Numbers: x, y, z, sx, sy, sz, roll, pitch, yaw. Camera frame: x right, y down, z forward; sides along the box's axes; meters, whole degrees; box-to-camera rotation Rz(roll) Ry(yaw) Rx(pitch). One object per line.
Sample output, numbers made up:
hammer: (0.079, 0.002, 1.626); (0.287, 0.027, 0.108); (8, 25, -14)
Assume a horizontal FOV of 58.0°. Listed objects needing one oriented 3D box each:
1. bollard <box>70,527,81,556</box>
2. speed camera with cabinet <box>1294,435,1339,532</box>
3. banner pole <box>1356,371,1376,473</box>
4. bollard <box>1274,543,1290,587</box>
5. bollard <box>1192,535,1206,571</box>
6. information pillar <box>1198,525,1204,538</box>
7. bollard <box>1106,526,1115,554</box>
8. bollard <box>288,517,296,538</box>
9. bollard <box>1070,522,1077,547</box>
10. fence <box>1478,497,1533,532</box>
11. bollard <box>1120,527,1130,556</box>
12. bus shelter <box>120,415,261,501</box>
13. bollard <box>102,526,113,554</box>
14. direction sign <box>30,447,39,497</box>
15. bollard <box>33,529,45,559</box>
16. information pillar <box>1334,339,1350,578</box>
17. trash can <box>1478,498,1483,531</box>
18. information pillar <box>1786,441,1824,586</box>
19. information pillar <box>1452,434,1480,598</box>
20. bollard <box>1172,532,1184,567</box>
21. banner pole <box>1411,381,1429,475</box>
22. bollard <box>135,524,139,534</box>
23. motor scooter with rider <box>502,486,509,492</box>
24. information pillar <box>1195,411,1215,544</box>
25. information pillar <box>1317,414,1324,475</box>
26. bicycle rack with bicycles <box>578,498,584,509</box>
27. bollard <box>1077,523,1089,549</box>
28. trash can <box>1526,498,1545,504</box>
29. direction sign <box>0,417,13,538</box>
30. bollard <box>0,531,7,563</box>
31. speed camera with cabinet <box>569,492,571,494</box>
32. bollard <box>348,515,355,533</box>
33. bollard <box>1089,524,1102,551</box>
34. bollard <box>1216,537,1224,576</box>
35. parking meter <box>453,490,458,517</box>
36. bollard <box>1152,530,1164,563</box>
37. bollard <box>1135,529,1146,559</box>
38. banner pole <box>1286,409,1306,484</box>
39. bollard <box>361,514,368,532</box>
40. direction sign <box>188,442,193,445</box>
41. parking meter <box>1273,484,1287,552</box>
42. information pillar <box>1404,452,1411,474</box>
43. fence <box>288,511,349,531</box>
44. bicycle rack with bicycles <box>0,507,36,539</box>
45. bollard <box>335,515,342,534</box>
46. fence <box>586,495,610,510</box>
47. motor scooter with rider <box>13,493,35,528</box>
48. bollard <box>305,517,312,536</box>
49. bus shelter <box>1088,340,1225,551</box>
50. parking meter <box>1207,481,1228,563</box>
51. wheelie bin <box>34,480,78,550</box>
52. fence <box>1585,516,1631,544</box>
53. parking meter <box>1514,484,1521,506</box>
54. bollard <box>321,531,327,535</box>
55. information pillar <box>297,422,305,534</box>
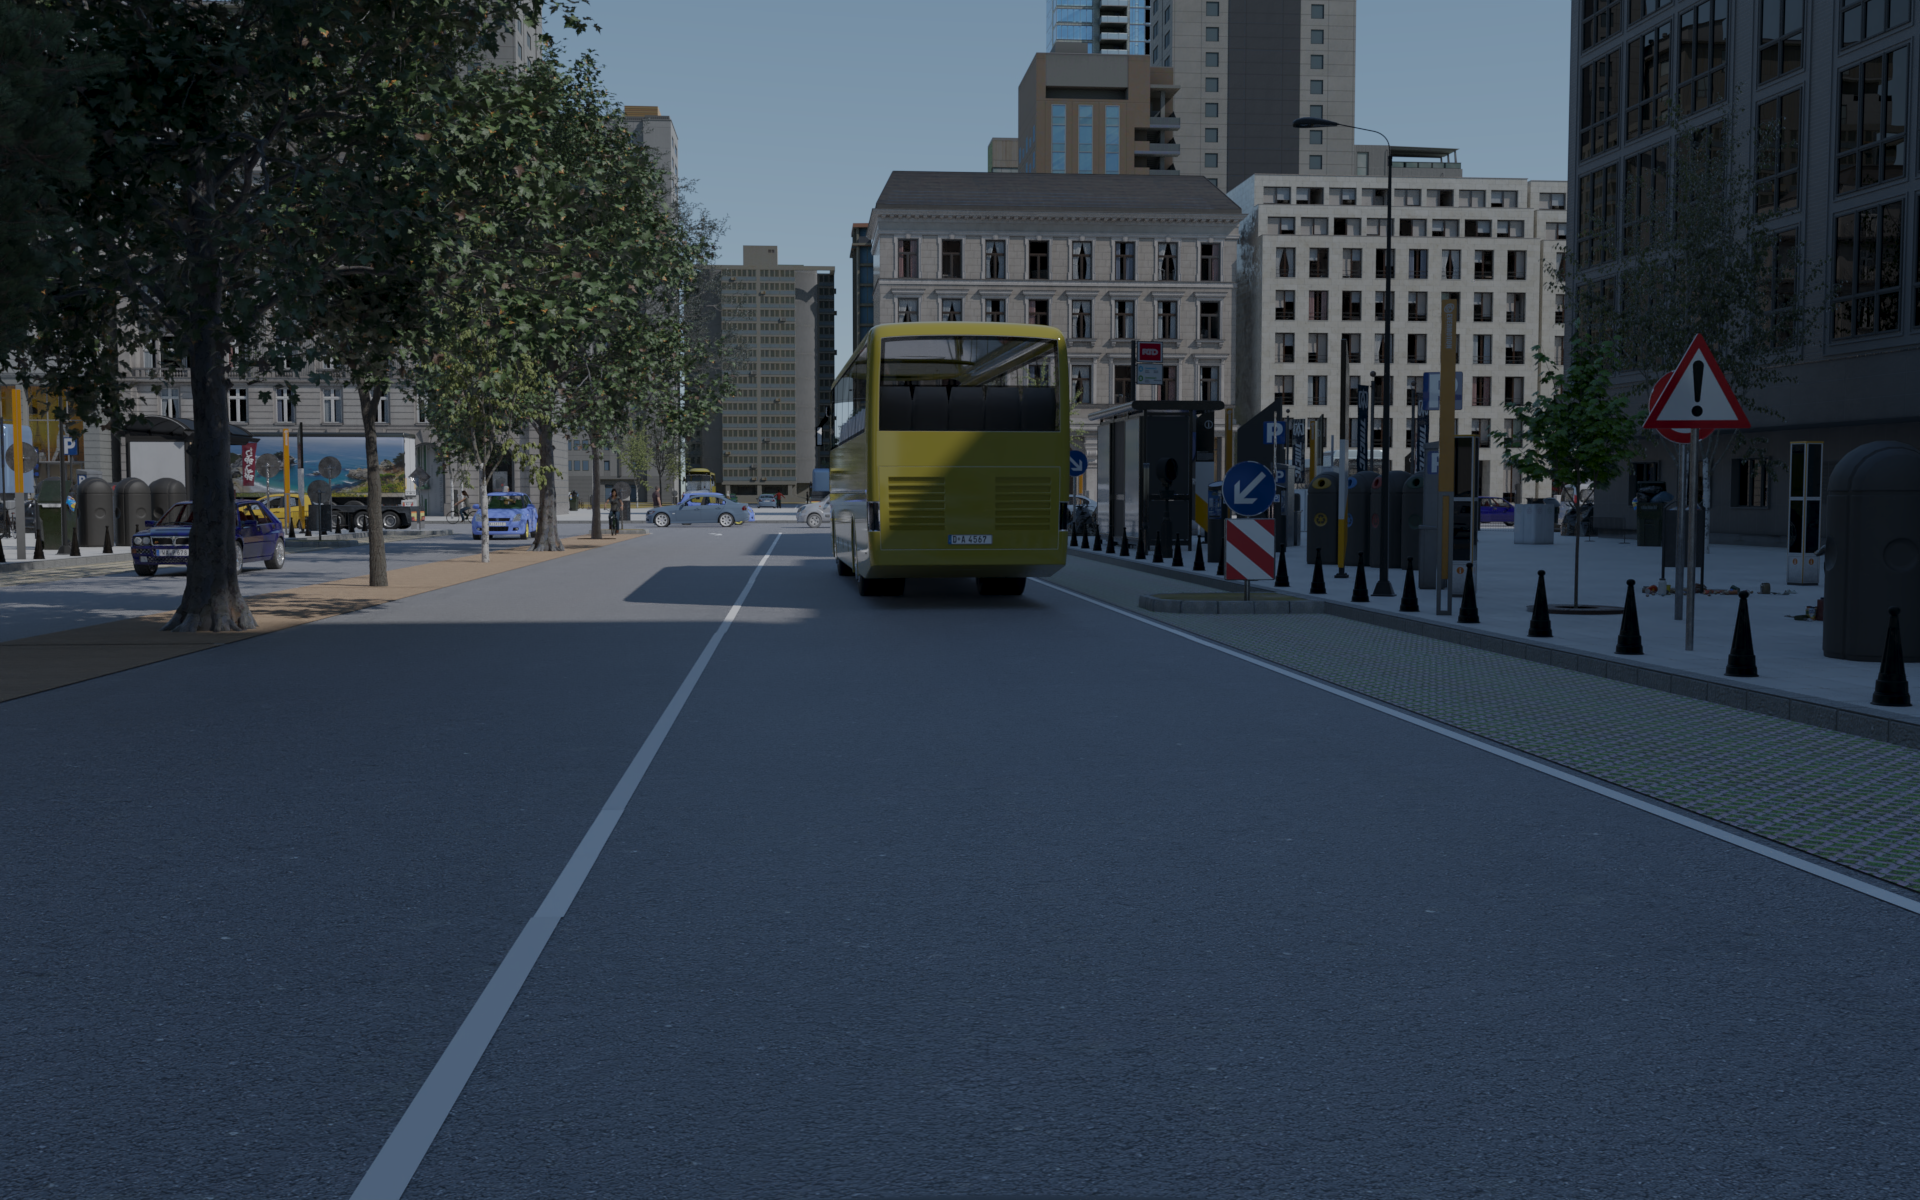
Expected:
bollard: (-18.266, -1.205, 35.738); (0.229, 0.601, 0.229); (0, 3, 0)
speed camera with cabinet: (11.852, -3.920, 58.426); (2.038, 3.252, 0.660); (3, 5, 45)
banner pole: (8.231, -2.757, 35.092); (0.401, 3.779, 0.863); (3, 5, 41)
bollard: (4.460, -0.485, 23.971); (0.229, 0.601, 0.229); (0, 3, 0)
bollard: (4.006, -0.793, 29.011); (0.229, 0.601, 0.229); (0, 3, 0)
information pillar: (7.206, -2.853, 51.141); (0.304, 2.012, 0.304); (0, 4, -5)
bollard: (3.252, -1.307, 37.409); (0.229, 0.601, 0.229); (0, 3, 0)
bollard: (-19.631, -2.131, 50.882); (0.229, 0.601, 0.229); (0, 3, 0)
bollard: (2.796, -1.615, 42.453); (0.229, 0.601, 0.229); (0, 3, 0)
fence: (17.482, -2.755, 56.240); (2.264, 1.192, 0.480); (2, 4, 28)
bollard: (3.398, -1.204, 35.731); (0.229, 0.601, 0.229); (0, 3, 0)
bus shelter: (-20.817, -3.240, 46.905); (2.014, 3.302, 5.546); (0, 4, -5)
bollard: (-18.419, -1.307, 37.415); (0.229, 0.601, 0.229); (0, 3, 0)
direction sign: (-44.303, -5.536, 82.508); (0.876, 3.537, 0.379); (0, 4, -4)
bollard: (-18.116, -1.101, 34.050); (0.229, 0.601, 0.229); (0, 3, 0)
information pillar: (5.871, -2.149, 26.492); (0.183, 3.616, 0.504); (1, 4, 19)
trash can: (17.197, -2.851, 58.268); (0.748, 1.137, 0.748); (0, 3, 0)
information pillar: (11.843, -1.210, 24.281); (0.304, 2.012, 0.304); (-1, 4, -18)
information pillar: (6.259, -1.042, 21.526); (0.304, 2.012, 0.304); (2, 4, 27)
bollard: (3.859, -0.896, 30.689); (0.229, 0.601, 0.229); (0, 3, 0)
banner pole: (10.073, -2.939, 38.070); (0.401, 3.779, 0.863); (-1, 4, -18)
bollard: (-18.568, -1.410, 39.098); (0.229, 0.601, 0.229); (0, 3, 0)
motor scooter with rider: (-16.777, -3.426, 64.985); (1.986, 1.779, 0.876); (0, 4, -4)
information pillar: (6.317, -3.255, 44.572); (0.504, 3.616, 0.183); (1, 4, 10)
information pillar: (10.478, -3.638, 50.843); (0.183, 3.616, 0.504); (-2, 4, -32)
bicycle rack with bicycles: (-33.150, -8.112, 146.020); (2.852, 0.926, 2.925); (-2, 4, -26)
bollard: (2.950, -1.512, 40.764); (0.229, 0.601, 0.229); (0, 3, 0)
trash can: (20.854, -3.124, 62.730); (0.748, 1.137, 0.748); (0, 3, 0)
direction sign: (-28.258, -3.619, 51.164); (0.379, 3.537, 0.876); (-2, 4, -32)
bollard: (-17.961, -0.999, 32.373); (0.229, 0.601, 0.229); (0, 3, 0)
speed camera with cabinet: (-33.784, -9.393, 147.913); (2.038, 3.252, 0.660); (-1, 4, -9)
bollard: (-20.233, -2.542, 57.602); (0.229, 0.601, 0.229); (0, 3, 0)
bollard: (3.102, -1.409, 39.087); (0.229, 0.601, 0.229); (0, 3, 0)
bollard: (4.155, -0.690, 27.329); (0.229, 0.601, 0.229); (0, 3, 0)
parking meter: (-28.381, -5.435, 97.277); (0.372, 1.533, 0.369); (0, 3, 0)
bollard: (3.703, -0.999, 32.372); (0.229, 0.601, 0.229); (0, 3, 0)
bollard: (3.553, -1.101, 34.050); (0.229, 0.601, 0.229); (0, 3, 0)
banner pole: (9.783, -3.716, 50.768); (0.401, 3.779, 0.863); (-3, 5, -42)
bollard: (-20.385, -2.645, 59.294); (0.229, 0.601, 0.229); (0, 3, 0)
direction sign: (-23.918, -3.794, 54.032); (0.876, 3.537, 0.379); (1, 4, 8)
parking meter: (7.009, -1.820, 38.173); (0.372, 1.533, 0.369); (0, 3, 0)
information pillar: (23.524, -6.077, 90.715); (0.504, 3.616, 0.183); (0, 4, -7)
fence: (-22.527, -2.788, 60.952); (2.069, 0.683, 0.278); (-2, 4, -34)
bicycle rack with bicycles: (-27.589, -2.184, 49.095); (2.925, 0.926, 2.852); (3, 5, 41)
bollard: (-20.085, -2.439, 55.923); (0.229, 0.601, 0.229); (0, 3, 0)
fence: (-29.629, -8.034, 142.558); (2.264, 1.192, 0.480); (1, 4, 18)
motor scooter with rider: (-37.510, -3.739, 70.100); (1.986, 1.779, 0.876); (0, 4, -4)
bollard: (-19.781, -2.234, 52.559); (0.229, 0.601, 0.229); (0, 3, 0)
bus shelter: (4.500, -3.996, 42.970); (2.179, 5.291, 8.768); (0, 4, -5)
parking meter: (4.826, -1.469, 32.424); (0.372, 1.533, 0.369); (0, 3, 0)
wheelie bin: (-20.803, -1.956, 39.895); (0.980, 1.594, 0.693); (0, 4, -3)
fence: (17.122, -1.863, 45.836); (0.278, 0.683, 2.069); (0, 4, -6)
parking meter: (31.118, -5.562, 96.648); (0.255, 1.863, 0.399); (0, 4, 3)
bollard: (-19.933, -2.337, 54.245); (0.229, 0.601, 0.229); (0, 3, 0)
information pillar: (-21.435, -3.974, 56.334); (0.183, 3.616, 0.504); (-2, 4, -33)
